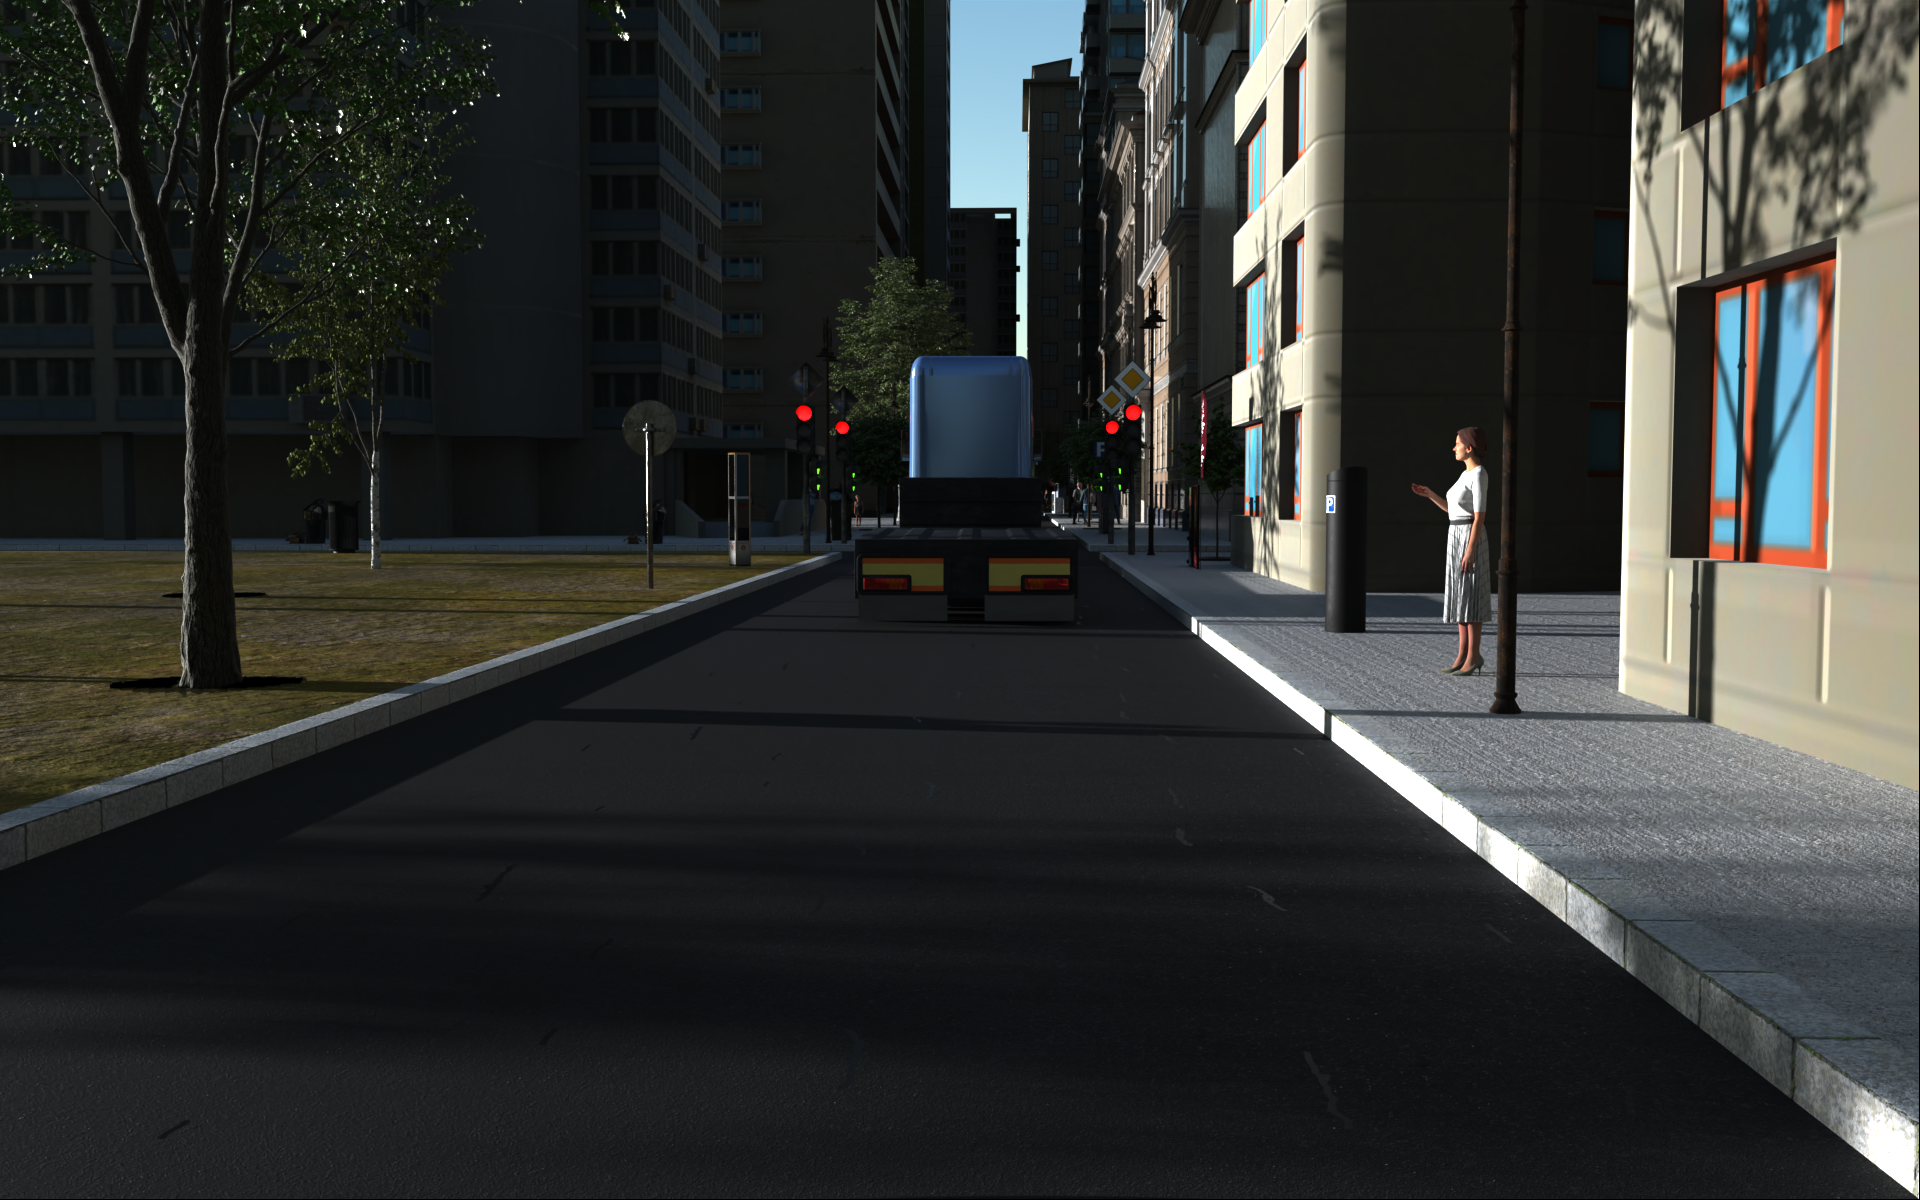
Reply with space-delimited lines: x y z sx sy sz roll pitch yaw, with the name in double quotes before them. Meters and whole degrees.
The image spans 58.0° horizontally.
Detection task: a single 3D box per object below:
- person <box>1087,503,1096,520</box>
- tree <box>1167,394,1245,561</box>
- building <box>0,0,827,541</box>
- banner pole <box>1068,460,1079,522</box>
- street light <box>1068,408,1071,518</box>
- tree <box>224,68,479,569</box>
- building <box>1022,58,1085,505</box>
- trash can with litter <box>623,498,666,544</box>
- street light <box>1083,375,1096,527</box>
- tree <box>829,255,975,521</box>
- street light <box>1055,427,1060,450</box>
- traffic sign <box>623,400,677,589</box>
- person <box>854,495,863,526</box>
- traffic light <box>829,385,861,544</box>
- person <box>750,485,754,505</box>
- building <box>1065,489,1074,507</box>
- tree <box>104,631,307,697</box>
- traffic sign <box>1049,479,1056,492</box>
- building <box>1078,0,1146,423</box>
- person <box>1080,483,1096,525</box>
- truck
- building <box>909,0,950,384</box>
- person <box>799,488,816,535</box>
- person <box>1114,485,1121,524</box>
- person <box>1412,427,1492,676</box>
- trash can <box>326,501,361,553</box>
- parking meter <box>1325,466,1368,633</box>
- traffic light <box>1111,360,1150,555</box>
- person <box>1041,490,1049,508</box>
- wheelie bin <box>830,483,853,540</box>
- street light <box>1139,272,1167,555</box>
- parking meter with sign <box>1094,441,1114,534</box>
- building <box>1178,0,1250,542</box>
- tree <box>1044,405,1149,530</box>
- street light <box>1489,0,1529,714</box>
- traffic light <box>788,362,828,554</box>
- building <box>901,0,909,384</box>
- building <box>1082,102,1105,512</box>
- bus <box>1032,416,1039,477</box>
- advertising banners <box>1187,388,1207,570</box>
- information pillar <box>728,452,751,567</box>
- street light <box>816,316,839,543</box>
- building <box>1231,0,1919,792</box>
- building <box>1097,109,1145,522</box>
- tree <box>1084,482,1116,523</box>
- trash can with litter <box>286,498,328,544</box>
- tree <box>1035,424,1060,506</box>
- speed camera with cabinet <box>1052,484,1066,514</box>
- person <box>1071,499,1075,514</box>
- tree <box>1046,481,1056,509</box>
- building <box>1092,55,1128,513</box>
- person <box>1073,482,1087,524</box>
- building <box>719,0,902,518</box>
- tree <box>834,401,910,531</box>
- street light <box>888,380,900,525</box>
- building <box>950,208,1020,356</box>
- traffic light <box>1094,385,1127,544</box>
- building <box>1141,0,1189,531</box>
"person" 6.397 -4.849 85.675 0.624 1.780 0.694 -3 4 -37
"tree" 5.105 -2.378 33.476 1.663 3.219 1.824 0 3 0
"building" -21.265 -22.388 57.929 32.217 40.220 23.993 0 4 2
"banner pole" 5.194 -5.414 78.540 0.863 3.779 0.401 -3 4 -37
"street light" 5.932 -7.376 93.382 0.468 5.910 1.993 0 4 2
"tree" -10.259 -4.845 29.586 4.737 8.622 4.395 0 3 0
"building" 21.579 -38.476 218.314 27.495 52.752 28.713 0 4 2
"trash can with litter" -8.091 -2.021 44.431 1.055 1.170 0.624 -1 4 -17
"street light" 5.039 -5.796 67.557 0.468 5.910 1.993 0 4 2
"tree" -2.744 -10.095 83.173 7.486 12.596 7.792 0 3 0
"street light" 6.698 -8.938 118.918 0.468 5.910 1.993 0 4 2
"traffic sign" -4.206 -1.428 23.453 0.768 2.556 0.104 1 4 10
"person" -4.052 -3.584 69.309 0.362 1.253 0.373 1 4 10
"traffic light" -2.984 -3.415 44.755 0.839 4.253 0.868 0 4 2
"person" -8.949 -4.107 73.297 0.767 1.812 0.694 1 4 20
"building" 27.291 -29.896 180.687 32.217 40.220 23.993 0 4 2
"tree" -5.119 -5.220 11.100 9.928 11.665 9.643 0 3 0
"traffic sign" 6.435 -7.199 117.814 0.768 2.556 0.104 0 4 3
"building" 21.847 -32.585 152.372 23.786 49.044 30.456 0 4 2
"person" 5.294 -3.983 71.505 0.623 1.781 0.721 -1 4 -15
"truck" 0.159 -2.340 28.020 2.967 4.110 18.799 0 4 1
"building" -15.177 -39.196 182.858 28.212 58.520 21.231 0 4 2
"person" -4.736 -2.903 53.773 0.793 1.790 0.793 2 4 30
"person" 6.520 -4.089 73.083 0.721 1.800 0.419 -1 4 -13
"person" 3.517 -0.349 12.315 0.524 1.755 0.480 0 4 -1
"trash can" -13.433 -1.596 37.749 0.748 1.137 0.748 0 3 0
"parking meter" 3.596 -0.472 16.123 0.372 1.533 0.369 0 3 0
"traffic light" 3.613 -2.914 36.567 0.839 4.253 0.868 0 4 2
"person" 7.883 -9.421 160.874 0.742 1.727 0.445 0 4 6
"wheelie bin" -3.309 -2.455 48.052 0.693 1.594 0.980 0 4 -5
"street light" 4.009 -3.878 36.190 0.468 5.910 1.993 0 4 2
"parking meter with sign" 4.728 -3.668 56.238 0.543 3.016 1.738 0 4 -3
"building" 16.464 -11.369 50.505 19.286 19.102 10.561 0 4 2
"tree" 5.266 -4.864 63.235 4.285 4.588 4.351 0 3 0
"street light" 3.204 -2.276 9.995 0.468 5.910 1.993 0 4 2
"traffic light" -3.245 -2.927 36.774 0.839 4.253 0.868 0 4 2
"building" -12.687 -43.520 149.800 20.563 71.187 20.611 0 4 2
"building" 16.175 -21.968 130.871 14.160 30.474 14.107 0 4 2
"bus" 0.857 -3.563 49.808 2.896 3.916 12.252 0 4 2
"advertising banners" 4.070 -2.053 29.759 0.090 3.025 2.074 0 4 1
"information pillar" -3.915 -1.606 30.758 0.304 2.012 0.304 -2 4 -32
"street light" -3.450 -4.433 45.268 0.468 5.910 1.993 0 4 2
"building" 18.268 -10.454 15.966 27.650 21.520 28.899 0 4 2
"building" 13.321 -15.459 88.910 11.583 22.565 21.152 0 4 2
"tree" 6.212 -5.042 77.037 1.663 3.219 1.824 0 3 0
"trash can with litter" -16.884 -2.038 44.707 1.055 1.170 0.624 0 4 5
"tree" 8.587 -14.045 179.992 4.737 8.622 4.395 0 3 0
"speed camera with cabinet" 6.555 -7.363 114.718 0.660 3.252 2.038 0 4 -8
"person" 7.184 -6.203 108.293 0.643 1.720 0.563 -1 4 -16
"tree" 8.428 -9.582 151.265 1.663 3.219 1.824 0 3 0
"building" 15.436 -19.777 109.261 13.634 28.700 20.117 0 4 2
"person" 5.104 -4.081 73.164 0.834 1.777 0.661 3 5 41
"building" -14.849 -29.370 103.904 21.300 48.544 21.600 0 4 2
"tree" -2.803 -4.754 61.435 4.285 4.588 4.351 0 3 0
"street light" -2.666 -5.986 70.667 0.468 5.910 1.993 0 4 2
"building" -4.339 -32.400 221.613 23.993 40.220 32.217 0 4 2
"traffic light" 3.874 -3.402 44.548 0.839 4.253 0.868 0 4 2
"building" 14.157 -17.259 68.089 13.634 28.700 20.117 0 4 2
